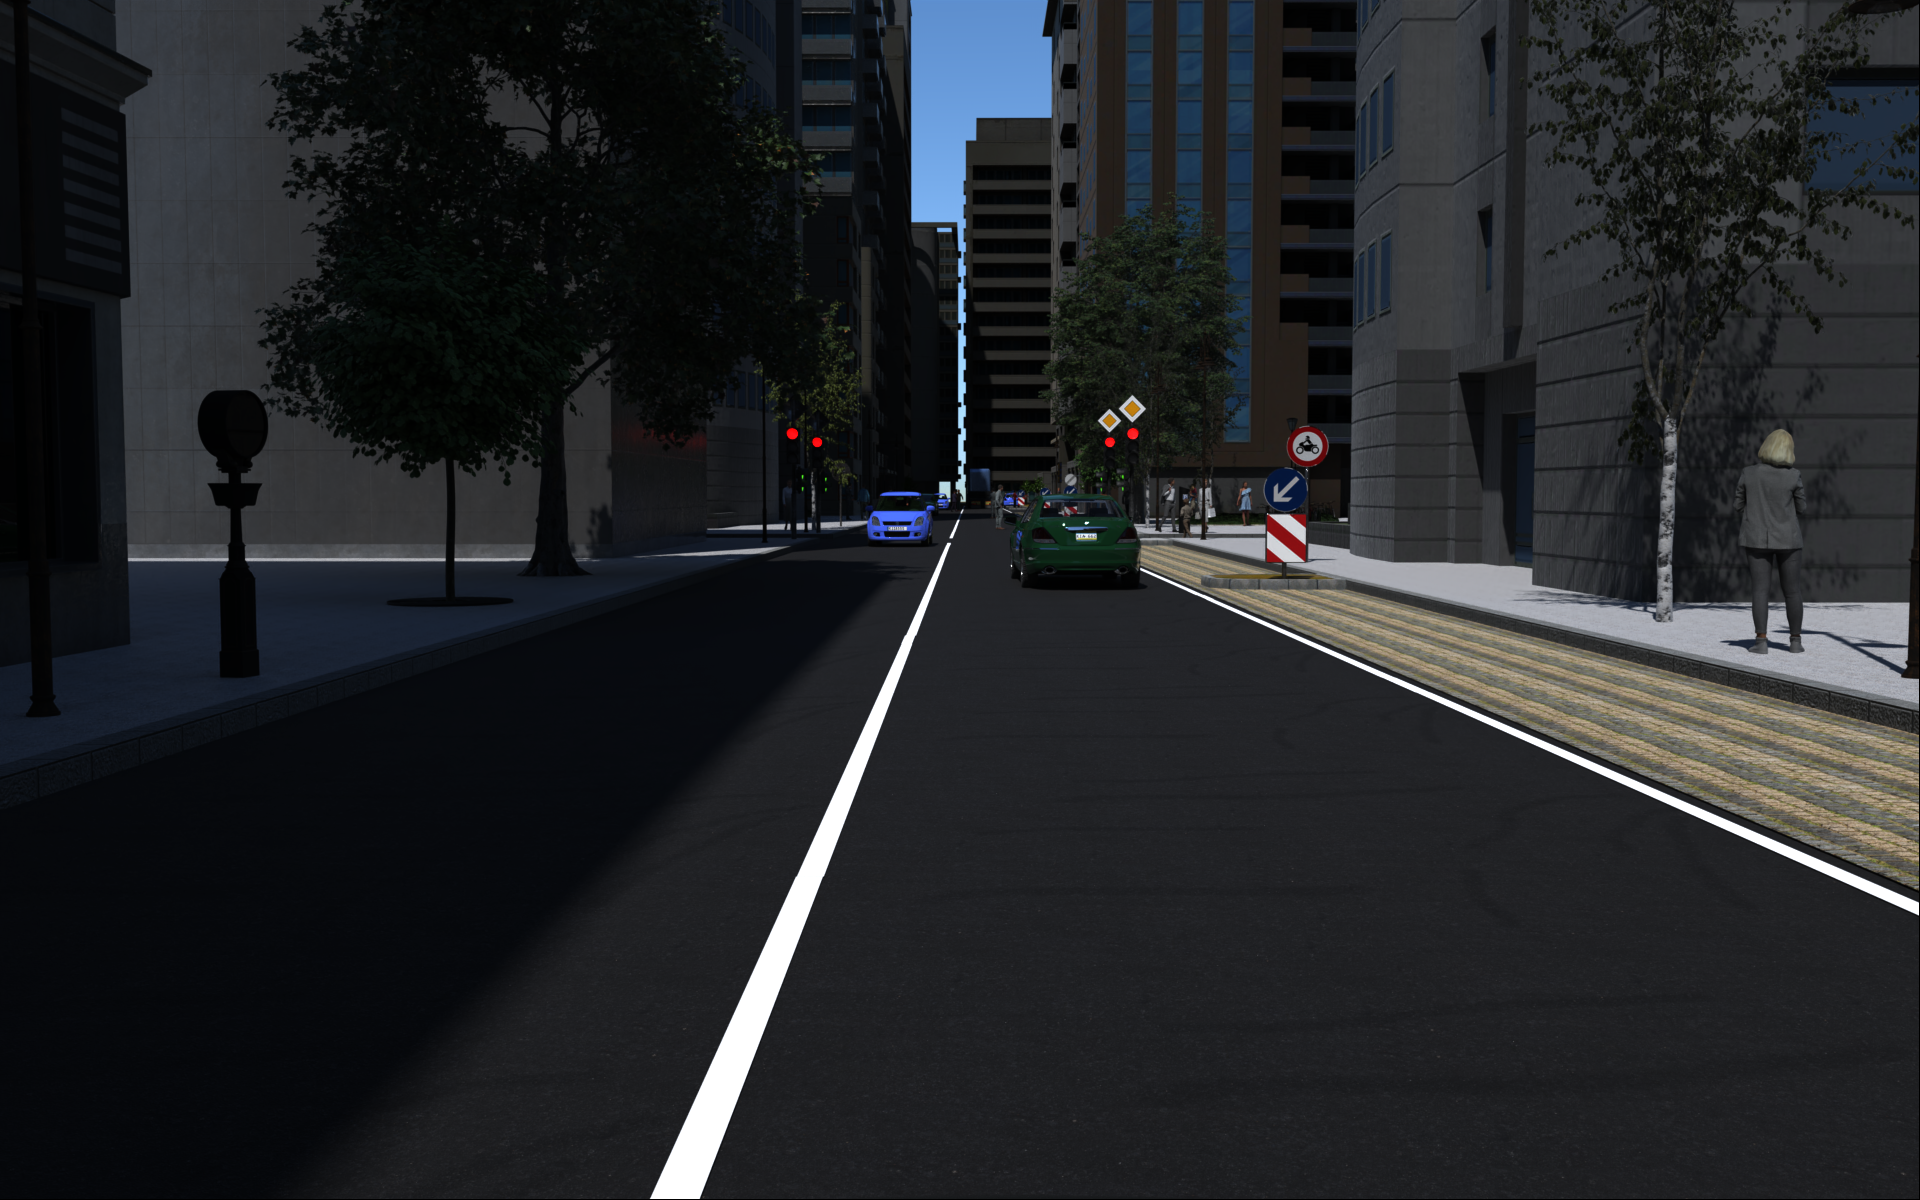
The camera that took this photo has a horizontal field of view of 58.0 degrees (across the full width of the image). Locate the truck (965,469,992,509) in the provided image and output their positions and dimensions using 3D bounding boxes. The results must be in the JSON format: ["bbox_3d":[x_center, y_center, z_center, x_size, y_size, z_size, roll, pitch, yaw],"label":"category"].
[{"bbox_3d":[2.110,-11.504,177.843,2.967,4.110,18.799,0,4,-1],"label":"truck"}]

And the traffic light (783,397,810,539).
[{"bbox_3d":[-4.705,-3.685,49.164,0.839,4.253,0.868,0,4,0],"label":"traffic light"}]

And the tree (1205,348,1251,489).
[{"bbox_3d":[12.133,-8.266,85.517,4.360,8.622,3.978,0,3,0],"label":"tree"}]

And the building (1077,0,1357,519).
[{"bbox_3d":[13.983,-27.272,96.009,14.600,45.320,14.200,0,4,0],"label":"building"}]

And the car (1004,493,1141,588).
[{"bbox_3d":[1.804,-0.987,27.932,2.131,1.459,4.920,0,4,-2],"label":"car"}]

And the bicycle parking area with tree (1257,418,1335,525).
[{"bbox_3d":[15.006,-4.755,64.754,8.231,4.147,9.016,2,4,24],"label":"bicycle parking area with tree"}]

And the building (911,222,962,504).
[{"bbox_3d":[-11.834,-33.060,232.417,23.993,40.220,32.217,0,4,0],"label":"building"}]

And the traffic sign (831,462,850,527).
[{"bbox_3d":[-4.712,-4.179,68.430,0.768,2.556,0.104,0,4,4],"label":"traffic sign"}]

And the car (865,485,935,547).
[{"bbox_3d":[-1.648,-2.368,48.309,1.945,1.707,3.694,0,4,1],"label":"car"}]

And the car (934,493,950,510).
[{"bbox_3d":[-1.826,-8.766,152.918,1.945,1.707,3.694,0,4,-1],"label":"car"}]

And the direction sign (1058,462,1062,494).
[{"bbox_3d":[7.034,-7.956,122.070,0.379,3.537,0.876,-1,4,-13],"label":"direction sign"}]

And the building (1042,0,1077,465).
[{"bbox_3d":[23.008,-35.590,171.135,28.713,52.752,27.495,0,4,0],"label":"building"}]

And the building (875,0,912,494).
[{"bbox_3d":[-15.882,-33.635,173.626,21.300,48.544,21.600,0,4,0],"label":"building"}]

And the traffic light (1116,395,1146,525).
[{"bbox_3d":[4.856,-3.682,49.129,0.839,4.253,0.868,0,4,0],"label":"traffic light"}]

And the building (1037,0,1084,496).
[{"bbox_3d":[19.389,-46.260,194.600,20.563,71.187,20.611,0,4,0],"label":"building"}]

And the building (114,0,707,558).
[{"bbox_3d":[-21.799,-13.569,40.919,30.058,24.678,14.314,0,4,0],"label":"building"}]

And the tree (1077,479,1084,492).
[{"bbox_3d":[8.407,-7.100,110.684,1.663,3.219,1.824,0,3,0],"label":"tree"}]

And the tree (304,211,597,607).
[{"bbox_3d":[-5.968,-2.231,20.193,4.285,4.588,4.351,0,3,0],"label":"tree"}]

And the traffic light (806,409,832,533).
[{"bbox_3d":[-4.662,-4.173,57.149,0.839,4.253,0.868,0,4,0],"label":"traffic light"}]

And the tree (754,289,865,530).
[{"bbox_3d":[-5.239,-6.809,61.693,4.737,8.622,4.395,0,3,0],"label":"tree"}]

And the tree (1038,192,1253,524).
[{"bbox_3d":[7.639,-10.270,74.576,9.857,13.997,8.962,0,3,0],"label":"tree"}]

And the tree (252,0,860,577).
[{"bbox_3d":[-6.303,-6.725,26.962,9.611,12.733,9.660,0,3,0],"label":"tree"}]

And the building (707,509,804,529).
[{"bbox_3d":[-18.583,-32.511,73.553,21.231,58.520,28.212,0,4,0],"label":"building"}]

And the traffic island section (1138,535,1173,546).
[{"bbox_3d":[4.896,-1.649,49.243,2.009,0.180,2.903,0,4,0],"label":"traffic island section"}]

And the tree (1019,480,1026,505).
[{"bbox_3d":[7.926,-13.084,208.529,1.663,3.219,1.824,0,3,0],"label":"tree"}]

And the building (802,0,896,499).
[{"bbox_3d":[-17.687,-32.251,146.909,23.786,49.044,30.456,0,4,0],"label":"building"}]

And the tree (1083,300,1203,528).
[{"bbox_3d":[6.843,-7.023,65.186,4.360,8.622,3.978,0,3,0],"label":"tree"}]

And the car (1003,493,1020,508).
[{"bbox_3d":[5.374,-10.419,179.941,1.945,1.707,3.694,0,4,1],"label":"car"}]

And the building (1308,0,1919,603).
[{"bbox_3d":[18.624,-30.006,32.603,21.231,58.520,28.212,0,4,0],"label":"building"}]

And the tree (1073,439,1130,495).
[{"bbox_3d":[7.345,-6.344,87.431,4.285,4.588,4.351,0,3,0],"label":"tree"}]

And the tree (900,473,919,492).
[{"bbox_3d":[-4.517,-9.891,156.317,1.663,3.219,1.824,0,3,0],"label":"tree"}]

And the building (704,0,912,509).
[{"bbox_3d":[-19.635,-39.989,195.822,28.212,58.520,21.231,0,4,0],"label":"building"}]

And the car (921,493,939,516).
[{"bbox_3d":[-2.369,-6.444,114.151,1.959,1.807,4.718,0,4,2],"label":"car"}]

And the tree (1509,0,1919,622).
[{"bbox_3d":[7.306,-4.087,17.183,4.360,8.622,3.978,0,3,0],"label":"tree"}]

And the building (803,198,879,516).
[{"bbox_3d":[-20.037,-16.572,115.998,27.650,21.520,28.899,0,4,0],"label":"building"}]

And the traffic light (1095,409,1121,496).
[{"bbox_3d":[4.899,-4.171,57.114,0.839,4.253,0.868,0,4,0],"label":"traffic light"}]

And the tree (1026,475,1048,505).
[{"bbox_3d":[7.640,-10.690,169.385,1.663,3.219,1.824,0,3,0],"label":"tree"}]

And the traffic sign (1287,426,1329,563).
[{"bbox_3d":[6.492,-1.976,32.414,0.768,2.556,0.104,1,4,8],"label":"traffic sign"}]

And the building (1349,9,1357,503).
[{"bbox_3d":[18.355,-41.731,120.555,20.563,71.187,20.611,0,4,0],"label":"building"}]

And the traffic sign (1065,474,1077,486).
[{"bbox_3d":[6.902,-6.604,108.088,0.768,2.556,0.104,0,4,3],"label":"traffic sign"}]
